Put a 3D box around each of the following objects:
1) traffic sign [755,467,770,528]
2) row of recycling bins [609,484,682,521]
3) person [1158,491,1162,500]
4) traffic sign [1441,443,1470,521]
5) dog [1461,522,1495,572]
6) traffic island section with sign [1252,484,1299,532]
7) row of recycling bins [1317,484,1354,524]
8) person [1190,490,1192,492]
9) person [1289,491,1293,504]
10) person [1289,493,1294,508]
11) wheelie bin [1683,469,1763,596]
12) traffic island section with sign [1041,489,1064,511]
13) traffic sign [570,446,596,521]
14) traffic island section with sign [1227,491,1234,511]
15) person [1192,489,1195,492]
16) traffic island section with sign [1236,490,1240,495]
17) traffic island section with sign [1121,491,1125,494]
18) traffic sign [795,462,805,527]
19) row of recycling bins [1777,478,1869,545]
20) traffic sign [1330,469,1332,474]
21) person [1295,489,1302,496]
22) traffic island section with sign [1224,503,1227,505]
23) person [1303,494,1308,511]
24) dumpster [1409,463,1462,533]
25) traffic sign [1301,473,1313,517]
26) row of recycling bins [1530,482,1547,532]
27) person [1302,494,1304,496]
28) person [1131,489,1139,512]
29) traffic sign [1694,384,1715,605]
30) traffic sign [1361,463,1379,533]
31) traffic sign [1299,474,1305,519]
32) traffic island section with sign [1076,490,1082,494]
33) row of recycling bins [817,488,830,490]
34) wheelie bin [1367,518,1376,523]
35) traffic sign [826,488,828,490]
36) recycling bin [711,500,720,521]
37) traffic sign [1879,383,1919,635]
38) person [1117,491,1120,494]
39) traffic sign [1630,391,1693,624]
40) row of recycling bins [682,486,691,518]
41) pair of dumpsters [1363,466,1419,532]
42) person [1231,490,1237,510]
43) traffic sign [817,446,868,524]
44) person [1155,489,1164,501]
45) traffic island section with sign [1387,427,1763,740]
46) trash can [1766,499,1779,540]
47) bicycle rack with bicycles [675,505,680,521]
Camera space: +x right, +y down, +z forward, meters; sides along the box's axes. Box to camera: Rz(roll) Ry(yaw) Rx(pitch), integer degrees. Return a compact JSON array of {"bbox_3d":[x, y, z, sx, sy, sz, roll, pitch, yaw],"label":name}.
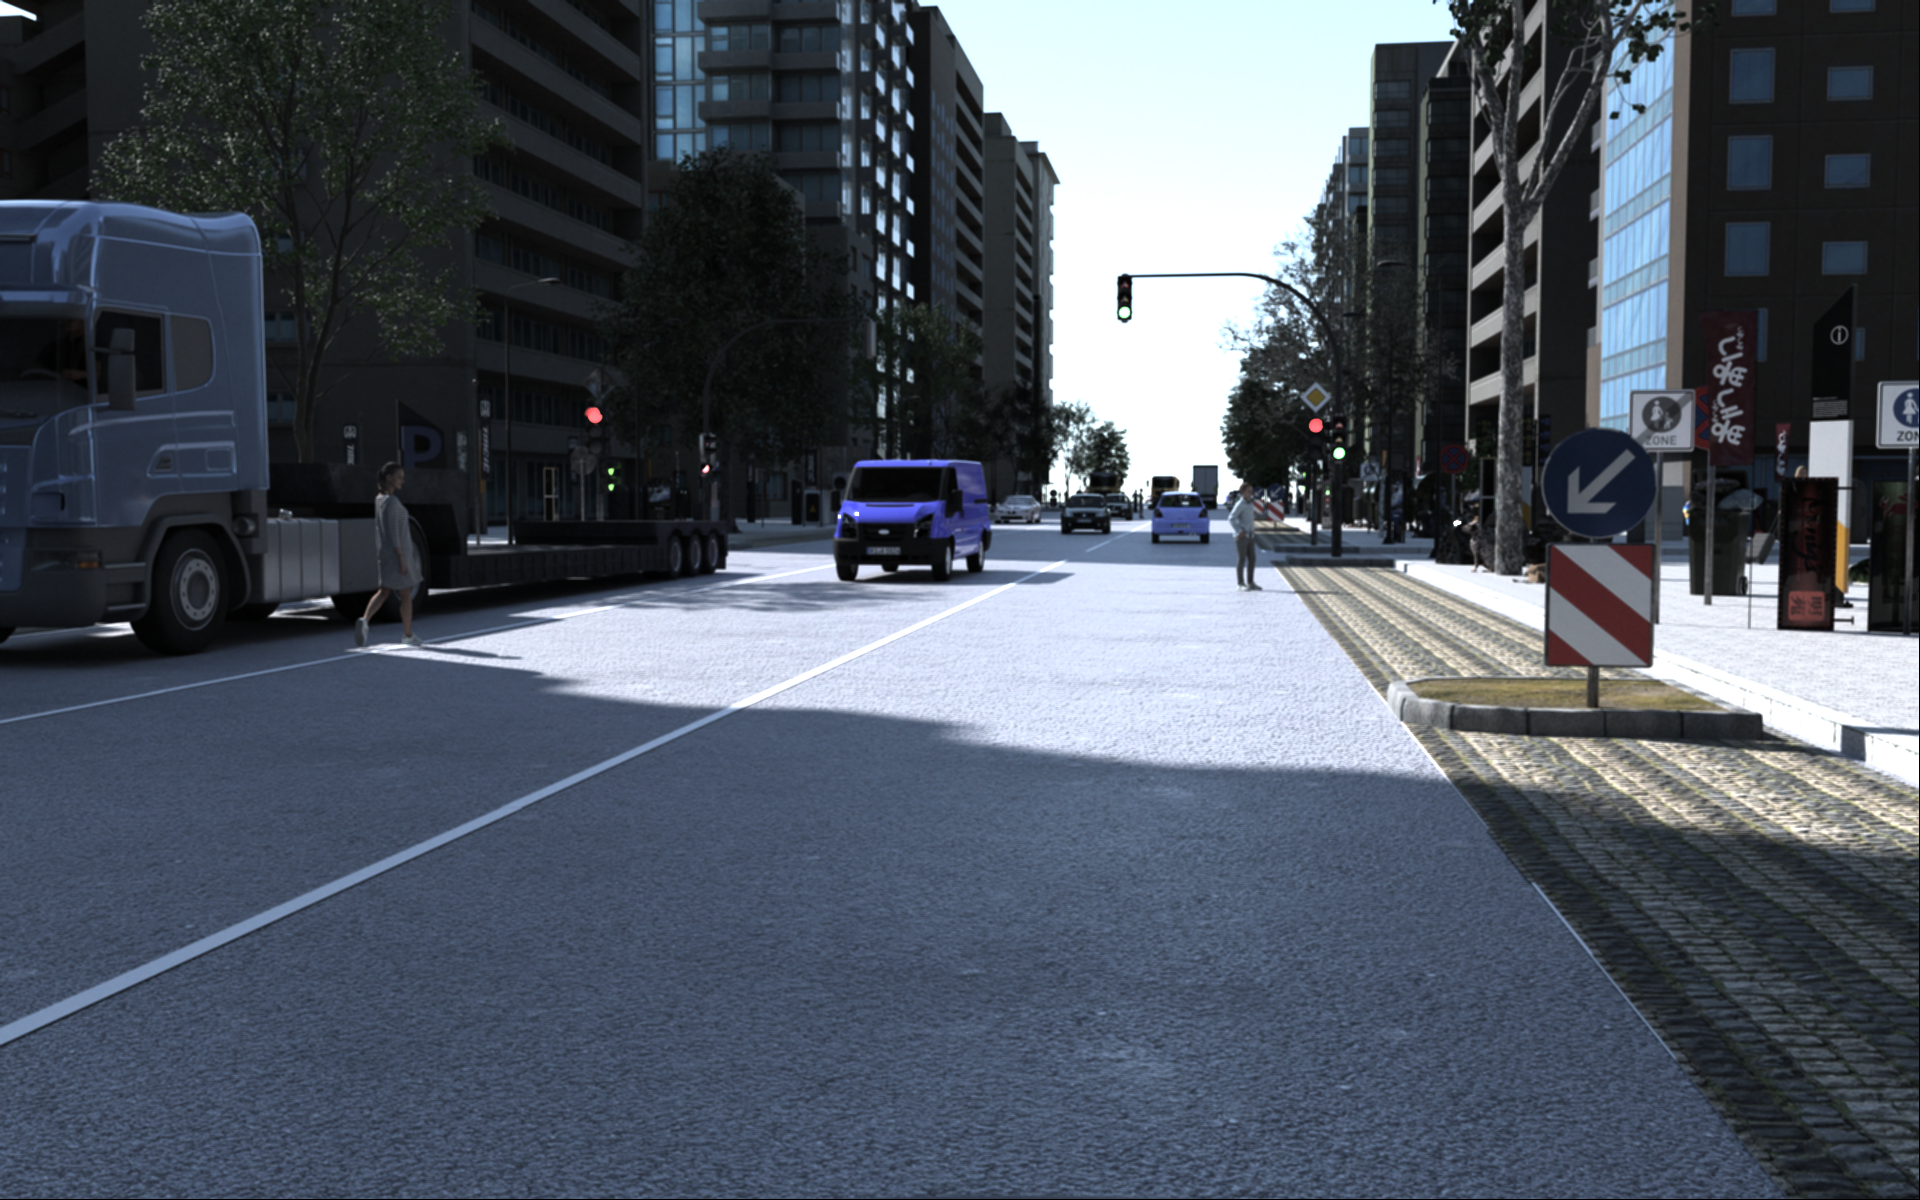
[{"bbox_3d":[-7.532,-3.912,66.091,0.606,2.300,0.079,1,4,18],"label":"traffic sign"},{"bbox_3d":[-13.711,-4.122,74.513,1.069,1.692,3.534,3,4,36],"label":"row of recycling bins"},{"bbox_3d":[17.106,-8.468,147.480,0.721,1.766,1.217,-1,4,-13],"label":"person"},{"bbox_3d":[12.416,-2.660,43.600,0.768,2.556,0.104,1,4,16],"label":"traffic sign"},{"bbox_3d":[8.663,-0.857,28.390,0.513,0.831,0.800,-1,4,-22],"label":"dog"},{"bbox_3d":[11.908,-3.515,66.096,1.989,1.847,2.006,1,4,8],"label":"traffic island section with sign"},{"bbox_3d":[16.239,-4.157,75.082,1.069,1.692,3.534,2,4,32],"label":"row of recycling bins"},{"bbox_3d":[24.153,-10.557,181.132,0.705,1.821,1.348,1,4,10],"label":"person"},{"bbox_3d":[42.205,-13.075,220.732,0.530,1.710,0.541,-3,4,-38],"label":"person"},{"bbox_3d":[30.412,-9.187,159.471,0.991,1.433,0.599,-3,5,-41],"label":"person"},{"bbox_3d":[9.673,-0.864,22.030,0.980,1.594,0.693,2,4,35],"label":"wheelie bin"},{"bbox_3d":[7.814,-8.289,144.155,1.989,1.847,2.006,1,4,8],"label":"traffic island section with sign"},{"bbox_3d":[-10.018,-2.808,46.012,0.768,2.556,0.104,1,4,17],"label":"traffic sign"},{"bbox_3d":[23.080,-8.153,141.923,1.989,1.847,2.006,1,4,8],"label":"traffic island section with sign"},{"bbox_3d":[16.653,-7.037,123.516,1.348,1.831,0.705,-1,4,-23],"label":"person"},{"bbox_3d":[15.844,-5.146,92.763,1.989,1.847,2.006,1,4,8],"label":"traffic island section with sign"},{"bbox_3d":[23.868,-14.947,253.014,1.989,1.847,2.006,1,4,8],"label":"traffic island section with sign"},{"bbox_3d":[-6.137,-4.151,67.968,0.768,2.556,0.104,1,4,16],"label":"traffic sign"},{"bbox_3d":[22.764,-2.360,45.694,1.069,1.692,3.534,0,4,-1],"label":"row of recycling bins"},{"bbox_3d":[17.920,-5.105,83.466,0.884,2.594,0.081,1,4,14],"label":"traffic sign"},{"bbox_3d":[36.406,-11.001,185.993,0.705,1.814,1.350,-2,4,-30],"label":"person"},{"bbox_3d":[27.079,-9.815,169.100,1.989,1.847,2.006,1,4,8],"label":"traffic island section with sign"},{"bbox_3d":[26.116,-7.637,130.924,0.705,1.822,1.348,-1,4,-10],"label":"person"},{"bbox_3d":[14.987,-3.176,54.429,1.502,2.255,1.985,1,4,8],"label":"dumpster"},{"bbox_3d":[19.313,-5.915,96.809,0.768,2.556,0.104,1,4,11],"label":"traffic sign"},{"bbox_3d":[20.862,-3.241,60.106,3.534,1.692,1.069,-2,4,-32],"label":"row of recycling bins"},{"bbox_3d":[33.972,-10.018,170.623,0.721,1.735,1.217,-2,4,-25],"label":"person"},{"bbox_3d":[13.696,-7.720,134.803,1.350,1.814,0.705,-3,5,-43],"label":"person"},{"bbox_3d":[8.675,-1.217,20.012,0.768,2.556,0.104,1,4,13],"label":"traffic sign"},{"bbox_3d":[13.339,-3.322,56.443,0.606,2.300,0.079,1,4,16],"label":"traffic sign"},{"bbox_3d":[17.491,-5.249,87.948,0.606,2.300,0.079,1,4,10],"label":"traffic sign"},{"bbox_3d":[11.823,-9.952,171.349,1.989,1.847,2.006,1,4,8],"label":"traffic island section with sign"},{"bbox_3d":[-6.552,-4.953,88.092,3.534,1.692,1.069,1,4,14],"label":"row of recycling bins"},{"bbox_3d":[18.363,-4.203,76.619,0.980,1.594,0.693,2,4,28],"label":"wheelie bin"},{"bbox_3d":[-6.213,-4.938,80.845,0.768,2.556,0.104,1,4,15],"label":"traffic sign"},{"bbox_3d":[-10.204,-3.732,73.579,0.722,1.027,0.722,1,4,9],"label":"recycling bin"},{"bbox_3d":[8.639,-0.832,15.734,0.606,2.300,0.079,1,4,16],"label":"traffic sign"},{"bbox_3d":[12.165,-7.571,133.761,0.415,1.643,0.593,2,4,34],"label":"person"},{"bbox_3d":[6.873,-0.912,17.035,0.606,2.300,0.079,1,4,13],"label":"traffic sign"},{"bbox_3d":[-16.010,-5.173,91.697,3.534,1.692,1.069,0,4,-1],"label":"row of recycling bins"},{"bbox_3d":[15.159,-3.578,61.001,1.574,2.255,4.437,1,4,8],"label":"pair of dumpsters"},{"bbox_3d":[25.297,-9.242,159.603,0.705,1.824,1.348,3,4,36],"label":"person"},{"bbox_3d":[-5.003,-4.883,73.708,2.265,3.308,0.079,1,4,16],"label":"traffic sign"},{"bbox_3d":[14.218,-6.896,121.259,1.348,1.822,0.705,-1,4,-18],"label":"person"},{"bbox_3d":[3.809,-0.151,11.096,1.989,1.847,2.006,1,4,8],"label":"traffic island section with sign"},{"bbox_3d":[22.767,-2.246,48.370,0.748,1.137,0.748,0,3,0],"label":"trash can"},{"bbox_3d":[-12.827,-4.194,81.957,2.852,0.926,2.925,0,4,-2],"label":"bicycle rack with bicycles"}]
